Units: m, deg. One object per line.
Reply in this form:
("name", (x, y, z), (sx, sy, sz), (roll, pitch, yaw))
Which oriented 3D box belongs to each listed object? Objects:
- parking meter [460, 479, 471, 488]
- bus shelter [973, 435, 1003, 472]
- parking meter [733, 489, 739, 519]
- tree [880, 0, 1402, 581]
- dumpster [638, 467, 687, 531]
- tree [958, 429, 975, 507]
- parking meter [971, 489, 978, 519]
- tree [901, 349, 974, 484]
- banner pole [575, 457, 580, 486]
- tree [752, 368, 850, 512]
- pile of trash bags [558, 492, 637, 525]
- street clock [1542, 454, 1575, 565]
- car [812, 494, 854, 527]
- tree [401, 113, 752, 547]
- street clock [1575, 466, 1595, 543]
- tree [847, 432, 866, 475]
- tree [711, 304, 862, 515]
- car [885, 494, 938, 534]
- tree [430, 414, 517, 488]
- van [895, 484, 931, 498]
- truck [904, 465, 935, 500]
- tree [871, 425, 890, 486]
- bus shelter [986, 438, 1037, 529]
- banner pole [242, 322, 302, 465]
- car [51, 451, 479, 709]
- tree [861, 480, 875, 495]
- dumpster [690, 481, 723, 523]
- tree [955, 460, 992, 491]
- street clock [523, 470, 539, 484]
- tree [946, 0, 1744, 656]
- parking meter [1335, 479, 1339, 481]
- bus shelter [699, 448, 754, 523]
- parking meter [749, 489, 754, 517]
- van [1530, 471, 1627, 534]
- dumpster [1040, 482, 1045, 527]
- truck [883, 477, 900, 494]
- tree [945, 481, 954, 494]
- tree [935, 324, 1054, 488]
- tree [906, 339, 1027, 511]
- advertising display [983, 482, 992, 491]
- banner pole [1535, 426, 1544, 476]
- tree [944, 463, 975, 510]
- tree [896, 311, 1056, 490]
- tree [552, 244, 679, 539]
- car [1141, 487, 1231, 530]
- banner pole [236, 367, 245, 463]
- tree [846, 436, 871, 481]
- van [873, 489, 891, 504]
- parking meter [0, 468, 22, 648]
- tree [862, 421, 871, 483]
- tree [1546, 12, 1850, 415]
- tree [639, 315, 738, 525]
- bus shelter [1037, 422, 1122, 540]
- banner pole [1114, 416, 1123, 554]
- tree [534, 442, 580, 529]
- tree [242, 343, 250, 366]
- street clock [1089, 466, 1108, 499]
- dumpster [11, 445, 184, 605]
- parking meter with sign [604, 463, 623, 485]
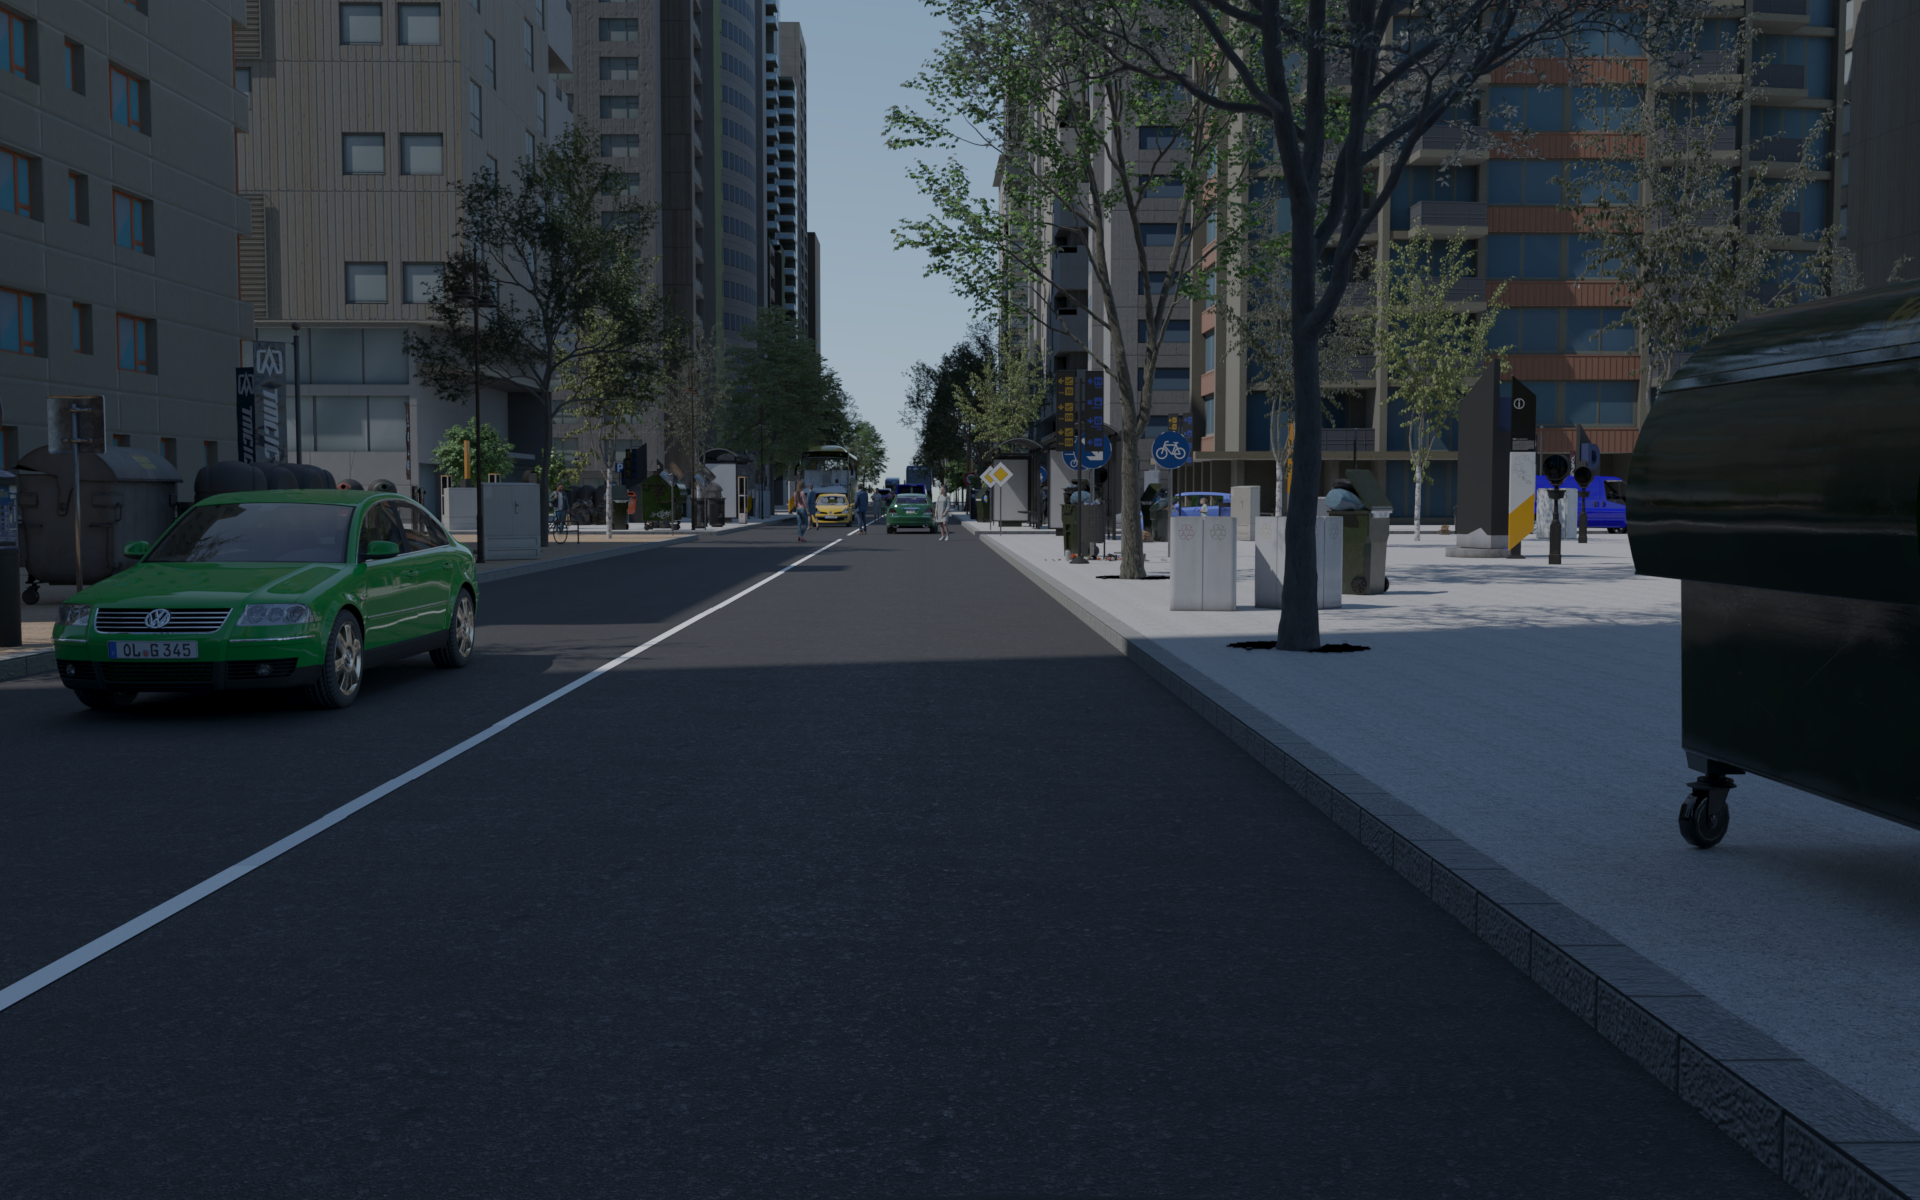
("parking meter", (-18.643, -3.645, 65.307), (0.399, 1.863, 0.255), (2, 4, 35))
("bus shelter", (1.943, -8.408, 115.099), (2.179, 5.291, 8.768), (0, 4, -1))
("parking meter", (-11.586, -4.987, 89.946), (0.372, 1.533, 0.369), (0, 3, 0))
("tree", (2.664, -6.128, 25.948), (9.928, 11.665, 9.643), (0, 3, 0))
("dumpster", (-10.524, -3.595, 61.265), (1.502, 2.255, 1.985), (0, 4, -1))
("tree", (0.499, -13.367, 168.909), (4.360, 8.622, 3.978), (0, 3, 0))
("parking meter", (0.720, -4.837, 87.499), (0.372, 1.533, 0.369), (0, 3, 0))
("tree", (-0.506, -22.444, 222.846), (12.611, 20.169, 13.585), (0, 3, 0))
("banner pole", (-23.420, -7.098, 106.065), (0.401, 3.779, 0.863), (1, 4, 10))
("tree", (-11.631, -11.442, 121.481), (8.767, 10.594, 7.601), (-3, 4, -36))
("pile of trash bags", (-15.022, -3.809, 72.036), (3.447, 1.369, 1.912), (-3, 5, -40))
("street clock", (10.836, -1.646, 31.487), (0.471, 2.002, 0.358), (2, 4, 33))
("car", (-5.622, -4.039, 76.267), (2.015, 1.641, 3.980), (0, 4, -2))
("tree", (-9.824, -6.574, 41.900), (7.601, 10.594, 8.767), (-1, 4, -19))
("street clock", (16.253, -2.482, 45.147), (0.471, 2.002, 0.358), (2, 4, 35))
("tree", (-12.938, -15.595, 205.345), (4.360, 8.622, 3.978), (0, 3, 0))
("tree", (-10.933, -11.367, 103.975), (7.486, 12.596, 7.792), (0, 3, 0))
("car", (-1.743, -3.196, 64.045), (2.131, 1.459, 4.920), (0, 4, 0))
("tree", (-19.971, -5.348, 71.159), (4.285, 4.588, 4.351), (0, 3, 0))
("van", (-2.924, -6.246, 106.502), (2.240, 2.365, 5.245), (0, 4, 0))
("truck", (-3.870, -10.203, 156.583), (2.967, 4.110, 18.799), (0, 3, 0))
("tree", (-14.369, -21.262, 265.758), (7.486, 12.596, 7.792), (0, 3, 0))
("bus shelter", (2.086, -4.348, 65.011), (2.014, 3.302, 5.546), (0, 4, -1))
("banner pole", (-9.821, -2.147, 25.125), (0.863, 3.779, 0.401), (-3, 5, -41))
("car", (-4.971, -0.255, 12.961), (1.959, 1.807, 4.718), (0, 4, 0))
("tree", (-14.936, -17.794, 285.528), (1.663, 3.219, 1.824), (0, 3, 0))
("dumpster", (-10.948, -4.220, 74.750), (1.264, 1.857, 1.865), (0, 4, -1))
("tree", (1.099, -6.233, 96.507), (1.663, 3.219, 1.824), (0, 3, 0))
("street clock", (-13.144, -2.967, 53.087), (0.358, 2.002, 0.471), (2, 4, 29))
("tree", (2.904, -6.325, 13.785), (12.009, 13.543, 11.850), (0, 3, 0))
("parking meter", (14.898, -3.800, 67.844), (0.399, 1.863, 0.255), (3, 5, 40))
("bus shelter", (-10.692, -5.210, 79.103), (2.014, 3.302, 5.546), (0, 4, -1))
("parking meter", (-11.897, -5.685, 98.657), (0.399, 1.863, 0.255), (3, 5, 42))
("van", (20.548, -3.265, 57.761), (5.245, 2.365, 2.240), (0, 4, -2))
("dumpster", (2.725, -3.871, 69.044), (1.264, 1.857, 1.865), (0, 4, -1))
("truck", (-10.794, -18.114, 285.929), (2.967, 4.110, 18.799), (0, 4, 0))
("tree", (-1.094, -11.418, 181.282), (1.663, 3.219, 1.824), (0, 3, 0))
("tree", (2.038, -7.611, 74.810), (4.737, 8.622, 4.395), (0, 3, 0))
("tree", (0.745, -12.913, 128.129), (9.611, 12.733, 9.660), (0, 3, 0))
("advertising display", (1.718, -5.473, 94.693), (0.974, 1.923, 0.123), (0, 4, -8))
("banner pole", (21.171, -4.514, 63.817), (0.863, 3.779, 0.401), (3, 4, 36))
("tree", (0.259, -9.537, 139.649), (4.285, 4.588, 4.351), (0, 3, 0))
("tree", (0.946, -9.444, 88.830), (8.767, 10.594, 7.601), (-1, 4, -11))
("tree", (-10.101, -6.087, 49.891), (4.737, 8.622, 4.395), (0, 3, 0))
("car", (7.672, -2.993, 58.530), (3.694, 1.707, 1.945), (0, 4, -2))
("banner pole", (-12.213, -2.447, 30.024), (0.863, 3.779, 0.401), (1, 4, 22))
("tree", (-13.153, -16.065, 213.029), (4.737, 8.622, 4.395), (0, 3, 0))
("van", (-8.752, -11.799, 197.298), (2.240, 2.365, 5.245), (0, 4, -1))
("parking meter", (-8.114, -0.375, 14.548), (0.372, 1.533, 0.369), (0, 3, 0))
("tree", (-11.693, -13.080, 131.992), (7.486, 12.596, 7.792), (0, 3, 0))
("tree", (11.072, -4.659, 26.545), (4.360, 8.622, 3.978), (0, 3, 0))
("tree", (-10.862, -7.342, 70.406), (4.360, 8.622, 3.978), (0, 3, 0))
("bus shelter", (3.505, -3.447, 50.282), (2.014, 3.302, 5.546), (0, 4, -1))
("banner pole", (3.522, -2.870, 36.943), (0.401, 3.779, 0.863), (0, 4, -4))
("tree", (-14.921, -4.261, 64.262), (1.663, 3.219, 1.824), (0, 3, 0))
("tree", (-29.635, -7.205, 68.160), (4.737, 8.622, 4.395), (0, 3, 0))
("street clock", (3.597, -2.473, 45.006), (0.471, 2.002, 0.358), (-1, 4, -12))
("dumpster", (-10.264, -0.912, 20.674), (1.264, 1.857, 1.865), (0, 4, -1))
("parking meter with sign", (-19.608, -6.177, 97.261), (1.738, 3.016, 0.543), (3, 5, 42))
